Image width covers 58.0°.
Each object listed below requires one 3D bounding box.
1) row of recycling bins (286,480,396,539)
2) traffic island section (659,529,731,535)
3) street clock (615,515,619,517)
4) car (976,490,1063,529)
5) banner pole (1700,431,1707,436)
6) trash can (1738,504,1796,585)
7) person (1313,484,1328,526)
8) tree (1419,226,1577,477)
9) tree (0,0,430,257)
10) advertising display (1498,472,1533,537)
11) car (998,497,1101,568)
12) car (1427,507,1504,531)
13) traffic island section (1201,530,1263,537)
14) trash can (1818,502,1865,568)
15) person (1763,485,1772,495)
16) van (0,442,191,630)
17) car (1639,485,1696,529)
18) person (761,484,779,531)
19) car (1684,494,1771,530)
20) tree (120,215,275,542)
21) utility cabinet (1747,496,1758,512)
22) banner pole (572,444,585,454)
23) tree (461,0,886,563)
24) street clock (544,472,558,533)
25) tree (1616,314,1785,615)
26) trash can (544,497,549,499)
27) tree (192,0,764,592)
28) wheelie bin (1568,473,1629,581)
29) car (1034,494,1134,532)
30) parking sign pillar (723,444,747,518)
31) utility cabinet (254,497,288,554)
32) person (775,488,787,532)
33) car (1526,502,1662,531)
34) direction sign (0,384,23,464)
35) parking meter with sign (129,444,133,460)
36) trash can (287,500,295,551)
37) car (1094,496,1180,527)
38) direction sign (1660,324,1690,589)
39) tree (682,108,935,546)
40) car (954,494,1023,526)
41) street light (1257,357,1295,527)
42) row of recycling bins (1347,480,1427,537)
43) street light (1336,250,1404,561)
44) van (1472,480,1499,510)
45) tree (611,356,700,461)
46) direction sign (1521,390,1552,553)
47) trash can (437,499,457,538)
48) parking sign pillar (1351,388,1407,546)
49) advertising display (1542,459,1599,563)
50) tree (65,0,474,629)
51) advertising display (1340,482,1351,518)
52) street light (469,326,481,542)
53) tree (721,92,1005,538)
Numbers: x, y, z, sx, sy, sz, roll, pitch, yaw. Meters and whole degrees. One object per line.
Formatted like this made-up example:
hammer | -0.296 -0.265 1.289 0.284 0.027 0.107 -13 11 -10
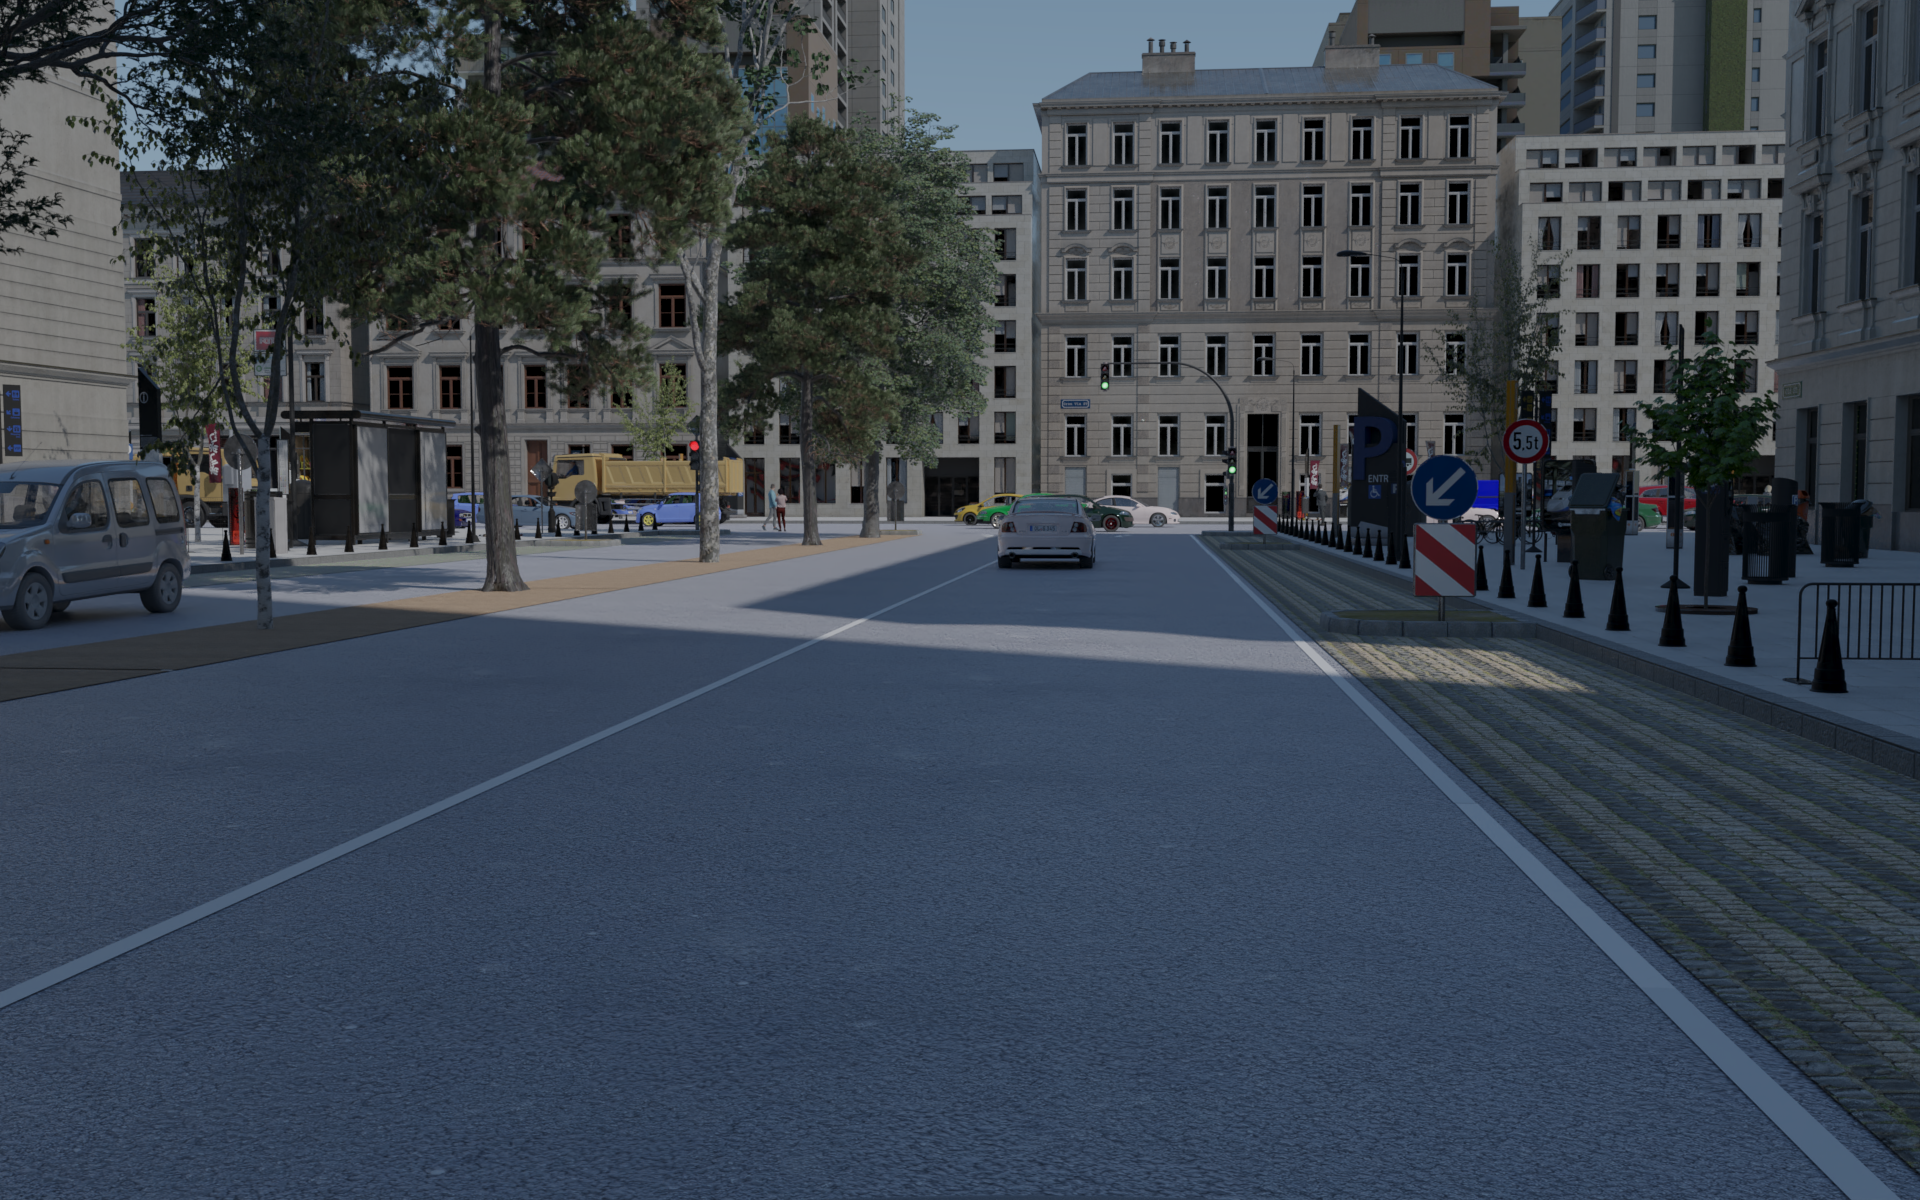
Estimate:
row of recycling bins | -17.922 -2.648 50.404 1.069 1.692 3.534 2 4 32
traffic island section | -9.352 -2.401 61.542 2.009 0.180 2.903 0 4 6
street clock | -18.847 -5.533 95.035 0.358 2.002 0.471 0 4 -6
car | 3.034 -3.846 71.684 4.718 1.807 1.959 0 4 5
banner pole | 23.846 -3.994 55.322 0.401 3.779 0.863 -3 5 -42
trash can | 11.467 -0.794 24.644 0.748 1.137 0.748 0 3 0
person | 16.212 -4.284 77.904 0.648 1.900 0.474 -3 5 -44
tree | 15.201 -5.987 48.251 4.360 8.622 3.978 0 3 0
tree | -7.280 -4.601 12.096 8.767 10.594 7.601 0 4 6
advertising display | 16.508 -2.831 51.505 0.974 1.923 0.123 1 4 17
car | 1.783 -1.375 34.840 2.083 1.381 4.827 0 4 5
car | 18.645 -3.330 66.803 4.827 1.381 2.083 0 4 4
traffic island section | 9.329 -2.277 59.511 2.009 0.180 2.903 0 4 6
trash can | 15.449 -1.146 30.388 0.748 1.137 0.748 0 3 0
person | 34.383 -3.974 73.651 0.526 1.800 0.537 -1 4 -9
van | -10.468 -0.771 19.625 2.013 2.044 4.112 0 4 5
car | 29.887 -3.855 71.709 5.304 1.827 2.281 0 4 6
person | -7.439 -3.654 68.103 0.748 1.841 0.638 0 4 -5
car | 30.122 -3.533 67.552 4.222 1.686 2.009 0 4 7
tree | -20.382 -5.869 46.317 4.737 8.622 4.395 0 3 0
utility cabinet | 24.669 -2.614 53.906 0.306 1.237 1.020 2 4 25
banner pole | -19.231 -5.963 87.508 0.863 3.779 0.401 1 4 10
tree | -6.338 -10.895 36.483 12.611 20.169 13.585 0 3 0
street clock | -13.549 -3.233 57.435 0.471 2.002 0.358 3 4 37
tree | 7.989 -1.480 18.799 1.663 3.219 1.824 0 3 0
trash can | -21.674 -4.781 89.819 0.748 1.137 0.748 0 3 0
tree | -6.909 -7.061 25.325 7.806 13.903 7.818 0 3 0
wheelie bin | 9.565 -1.106 25.992 0.693 1.594 0.980 -3 4 -38
car | 4.532 -3.437 65.985 4.222 1.686 2.009 0 4 5
parking sign pillar | -12.053 -6.330 91.973 1.447 3.967 1.447 -3 5 -45
utility cabinet | -14.923 -1.613 37.527 1.020 1.237 0.306 3 5 45
person | -6.873 -3.446 66.302 0.517 1.644 0.566 1 4 21
car | 23.557 -3.234 64.670 4.920 1.459 2.131 0 4 6
direction sign | -19.750 -2.671 35.676 0.379 3.537 0.876 2 4 35
parking meter with sign | -29.614 -3.927 60.473 1.738 3.016 0.543 2 4 32
trash can | -15.437 -1.685 39.209 0.748 1.137 0.748 0 3 0
car | 7.127 -3.846 75.245 4.827 1.381 2.083 0 4 6
direction sign | 9.760 -1.928 23.520 0.379 3.537 0.876 2 4 25
tree | -4.220 -7.537 47.744 6.751 12.117 7.091 0 3 0
car | 1.711 -4.214 79.120 3.980 1.641 2.015 0 4 5
street light | 10.769 -5.279 58.848 1.470 5.913 1.316 0 4 6
row of recycling bins | 13.118 -2.829 53.370 1.069 1.692 3.534 -1 4 -21
street light | 7.863 -3.703 33.086 1.470 5.913 1.316 0 4 6
van | 21.595 -4.407 76.433 5.245 2.365 2.240 0 4 4
tree | -15.918 -8.629 91.453 4.737 8.622 4.395 0 3 0
direction sign | 12.625 -2.815 38.021 0.876 3.537 0.379 -2 4 -26
trash can | -15.204 -2.410 51.049 0.748 1.137 0.748 0 3 0
parking sign pillar | 10.493 -3.359 43.391 1.447 3.967 1.447 3 5 41
advertising display | 11.378 -1.662 32.381 0.974 1.923 0.123 3 5 41
tree | -7.328 -4.003 18.265 4.360 8.622 3.978 0 3 0
advertising display | 20.577 -5.365 92.938 0.974 1.923 0.123 0 4 2
street light | -12.415 -4.487 45.903 1.470 5.913 1.316 0 4 6
tree | -2.928 -8.997 56.207 9.857 13.997 8.962 0 3 0
